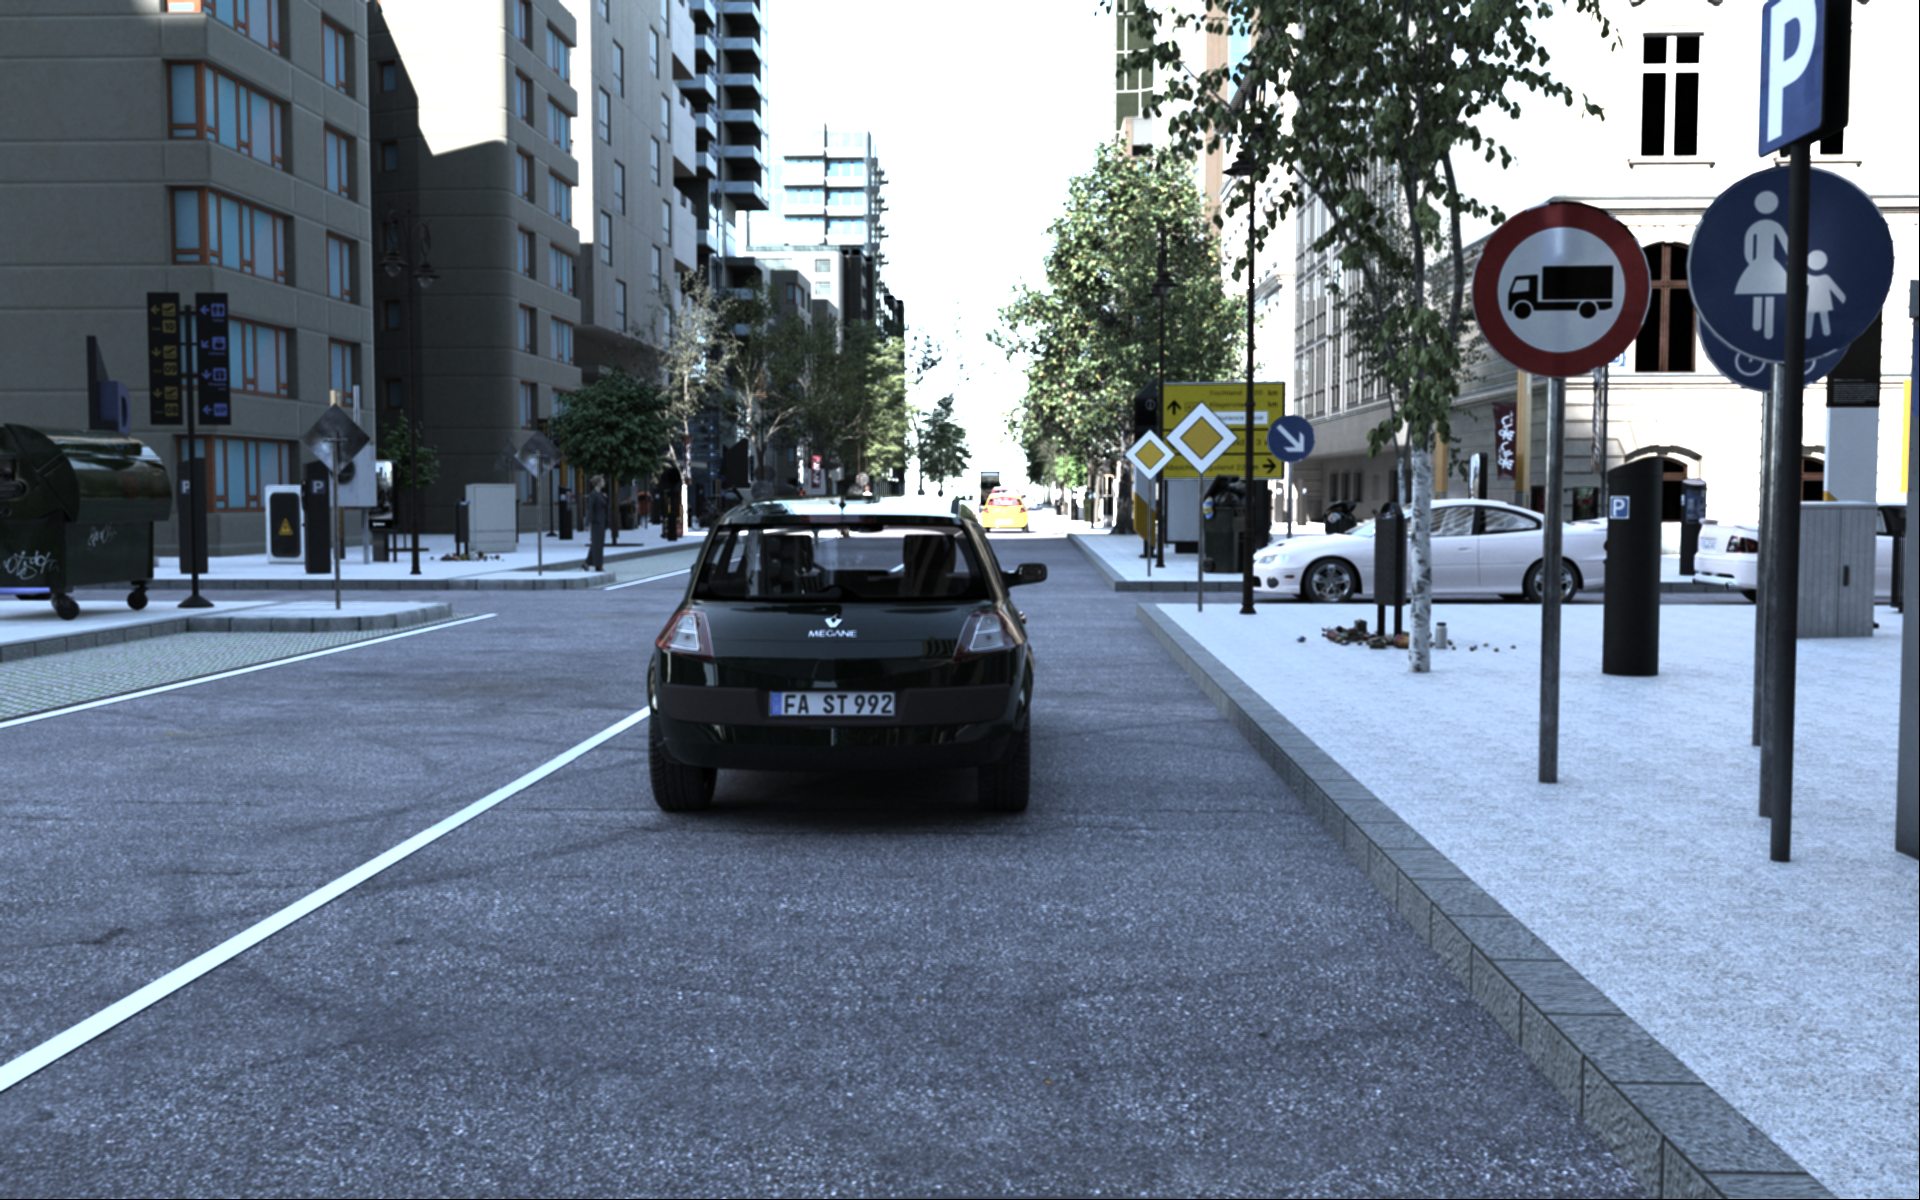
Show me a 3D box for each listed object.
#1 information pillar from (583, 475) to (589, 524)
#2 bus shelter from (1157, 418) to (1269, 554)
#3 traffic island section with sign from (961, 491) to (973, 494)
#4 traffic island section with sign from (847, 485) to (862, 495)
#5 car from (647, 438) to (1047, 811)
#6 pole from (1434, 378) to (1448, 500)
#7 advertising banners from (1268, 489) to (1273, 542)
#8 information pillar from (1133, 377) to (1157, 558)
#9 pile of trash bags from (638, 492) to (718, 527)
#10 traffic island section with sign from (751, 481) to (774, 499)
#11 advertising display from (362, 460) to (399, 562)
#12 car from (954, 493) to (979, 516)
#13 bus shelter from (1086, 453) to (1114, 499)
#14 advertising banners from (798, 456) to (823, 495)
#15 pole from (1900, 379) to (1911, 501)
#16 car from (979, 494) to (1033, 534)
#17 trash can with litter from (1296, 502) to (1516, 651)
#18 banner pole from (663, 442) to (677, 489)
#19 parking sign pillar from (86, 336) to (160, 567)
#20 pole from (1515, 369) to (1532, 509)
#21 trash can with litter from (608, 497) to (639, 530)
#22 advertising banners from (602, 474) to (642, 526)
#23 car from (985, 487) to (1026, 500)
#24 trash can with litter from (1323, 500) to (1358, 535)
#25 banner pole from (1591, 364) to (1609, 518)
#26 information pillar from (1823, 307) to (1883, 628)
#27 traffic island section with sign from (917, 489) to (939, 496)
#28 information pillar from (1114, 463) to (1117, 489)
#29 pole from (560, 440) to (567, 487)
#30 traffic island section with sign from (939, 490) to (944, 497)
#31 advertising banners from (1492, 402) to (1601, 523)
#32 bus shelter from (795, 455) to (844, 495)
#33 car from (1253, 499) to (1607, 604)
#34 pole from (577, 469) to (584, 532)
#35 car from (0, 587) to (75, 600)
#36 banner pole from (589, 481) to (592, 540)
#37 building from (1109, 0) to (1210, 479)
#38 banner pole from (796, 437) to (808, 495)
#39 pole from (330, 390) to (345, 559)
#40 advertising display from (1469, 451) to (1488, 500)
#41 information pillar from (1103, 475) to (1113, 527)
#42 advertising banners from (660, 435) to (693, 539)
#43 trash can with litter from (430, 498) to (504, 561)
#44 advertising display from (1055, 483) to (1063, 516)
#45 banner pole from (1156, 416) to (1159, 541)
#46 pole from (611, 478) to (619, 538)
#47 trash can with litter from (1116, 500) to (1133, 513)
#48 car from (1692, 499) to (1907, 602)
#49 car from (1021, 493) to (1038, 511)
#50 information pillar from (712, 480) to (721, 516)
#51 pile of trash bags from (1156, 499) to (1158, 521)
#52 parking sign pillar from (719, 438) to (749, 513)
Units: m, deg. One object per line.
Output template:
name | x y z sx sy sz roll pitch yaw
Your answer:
information pillar | -13.452 -3.511 61.903 0.304 2.012 0.304 1 4 9
bus shelter | 5.108 -2.508 34.926 2.014 3.302 5.546 0 4 2
traffic island section with sign | 1.561 -13.858 235.213 1.989 1.847 2.006 0 4 2
traffic island section with sign | -4.674 -4.187 77.085 1.989 1.847 2.006 0 4 2
car | -0.518 0.035 9.222 2.009 1.686 4.222 0 4 0
pole | 8.495 -2.247 30.580 0.158 3.312 0.155 0 3 0
advertising banners | 8.055 -3.027 45.687 0.090 3.025 2.074 1 4 20
information pillar | 3.722 -2.652 34.712 0.504 3.616 0.183 -2 4 -24
pile of trash bags | -10.928 -3.520 67.312 3.447 1.369 1.912 0 4 7
traffic island section with sign | -5.724 -2.535 50.071 1.989 1.847 2.006 0 4 2
advertising display | -11.010 -1.692 32.875 0.974 1.923 0.123 2 4 35
car | 0.320 -6.508 115.991 1.945 1.707 3.694 0 4 2
bus shelter | 7.523 -6.335 94.852 1.731 3.624 6.357 0 4 2
advertising banners | -7.228 -5.030 78.426 2.074 3.025 0.090 -1 4 -15
pole | 16.898 -2.265 30.877 0.158 3.312 0.155 0 3 0
car | 1.702 -3.313 64.392 2.015 1.641 3.980 0 4 3
trash can with litter | 3.753 -0.249 15.134 1.678 1.210 2.233 0 4 -2
banner pole | -13.861 -5.697 83.164 0.863 3.779 0.401 1 4 15
parking sign pillar | -14.818 -2.553 30.219 1.447 3.967 1.447 -1 4 -15
pole | 8.612 -1.997 26.493 0.158 3.312 0.155 0 3 0
trash can with litter | -11.945 -3.063 61.463 0.624 1.170 1.055 2 4 34
advertising banners | -13.936 -4.549 70.565 2.074 3.025 0.090 1 4 12
car | 2.528 -5.313 95.536 2.281 1.827 5.304 0 4 1
trash can with litter | 6.552 -1.173 30.564 0.624 1.170 1.055 -1 4 -17
banner pole | 10.013 -2.269 27.108 0.401 3.779 0.863 3 4 37
information pillar | 8.540 -1.541 16.555 0.504 3.616 0.183 0 4 2
traffic island section with sign | -2.753 -7.163 125.736 1.989 1.847 2.006 0 4 2
information pillar | 9.030 -6.762 101.921 0.183 3.616 0.504 -2 4 -33
pole | -11.688 -3.501 51.087 0.158 3.312 0.155 0 3 0
traffic island section with sign | -1.655 -8.862 153.519 1.989 1.847 2.006 0 4 2
advertising banners | 11.018 -2.225 32.566 2.074 3.025 0.090 2 4 32
bus shelter | -7.538 -6.069 93.155 2.014 3.302 5.546 0 4 2
car | 6.186 -0.638 22.790 4.827 1.381 2.083 0 4 1
pole | -12.954 -3.986 59.018 0.158 3.312 0.155 0 3 0
car | -13.387 -0.773 22.234 3.694 1.707 1.945 0 4 3
banner pole | -10.258 -3.575 48.466 0.401 3.779 0.863 -2 4 -28
building | 29.914 -49.593 249.097 20.563 71.187 20.611 0 4 2
banner pole | -6.924 -5.290 76.511 0.863 3.779 0.401 3 5 41
pole | -12.233 -2.459 34.042 0.158 3.312 0.155 0 3 0
advertising display | 7.946 -1.308 26.607 0.123 1.923 0.974 0 4 7
information pillar | 5.764 -3.853 67.487 0.304 2.012 0.304 -2 4 -25
advertising banners | -8.283 -3.338 50.763 0.090 3.025 2.074 1 4 17
trash can with litter | -9.557 -1.405 34.033 1.678 1.210 2.233 0 4 2
advertising display | 5.773 -5.845 100.784 0.123 1.923 0.974 -1 4 -16
banner pole | 5.422 -3.518 47.536 0.401 3.779 0.863 -2 4 -26
pole | -10.165 -3.491 50.923 0.158 3.312 0.155 0 3 0
trash can with litter | 6.583 -3.489 68.425 0.624 1.170 1.055 1 4 19
car | 11.880 -0.585 21.927 4.827 1.381 2.083 0 4 4
car | 5.696 -8.481 148.254 1.945 1.707 3.694 0 4 1
information pillar | -12.578 -5.196 89.439 0.304 2.012 0.304 3 5 39
pile of trash bags | 9.210 -4.560 84.302 3.447 1.369 1.912 0 4 7
parking sign pillar | -10.197 -5.498 78.358 1.447 3.967 1.447 -3 5 -43
